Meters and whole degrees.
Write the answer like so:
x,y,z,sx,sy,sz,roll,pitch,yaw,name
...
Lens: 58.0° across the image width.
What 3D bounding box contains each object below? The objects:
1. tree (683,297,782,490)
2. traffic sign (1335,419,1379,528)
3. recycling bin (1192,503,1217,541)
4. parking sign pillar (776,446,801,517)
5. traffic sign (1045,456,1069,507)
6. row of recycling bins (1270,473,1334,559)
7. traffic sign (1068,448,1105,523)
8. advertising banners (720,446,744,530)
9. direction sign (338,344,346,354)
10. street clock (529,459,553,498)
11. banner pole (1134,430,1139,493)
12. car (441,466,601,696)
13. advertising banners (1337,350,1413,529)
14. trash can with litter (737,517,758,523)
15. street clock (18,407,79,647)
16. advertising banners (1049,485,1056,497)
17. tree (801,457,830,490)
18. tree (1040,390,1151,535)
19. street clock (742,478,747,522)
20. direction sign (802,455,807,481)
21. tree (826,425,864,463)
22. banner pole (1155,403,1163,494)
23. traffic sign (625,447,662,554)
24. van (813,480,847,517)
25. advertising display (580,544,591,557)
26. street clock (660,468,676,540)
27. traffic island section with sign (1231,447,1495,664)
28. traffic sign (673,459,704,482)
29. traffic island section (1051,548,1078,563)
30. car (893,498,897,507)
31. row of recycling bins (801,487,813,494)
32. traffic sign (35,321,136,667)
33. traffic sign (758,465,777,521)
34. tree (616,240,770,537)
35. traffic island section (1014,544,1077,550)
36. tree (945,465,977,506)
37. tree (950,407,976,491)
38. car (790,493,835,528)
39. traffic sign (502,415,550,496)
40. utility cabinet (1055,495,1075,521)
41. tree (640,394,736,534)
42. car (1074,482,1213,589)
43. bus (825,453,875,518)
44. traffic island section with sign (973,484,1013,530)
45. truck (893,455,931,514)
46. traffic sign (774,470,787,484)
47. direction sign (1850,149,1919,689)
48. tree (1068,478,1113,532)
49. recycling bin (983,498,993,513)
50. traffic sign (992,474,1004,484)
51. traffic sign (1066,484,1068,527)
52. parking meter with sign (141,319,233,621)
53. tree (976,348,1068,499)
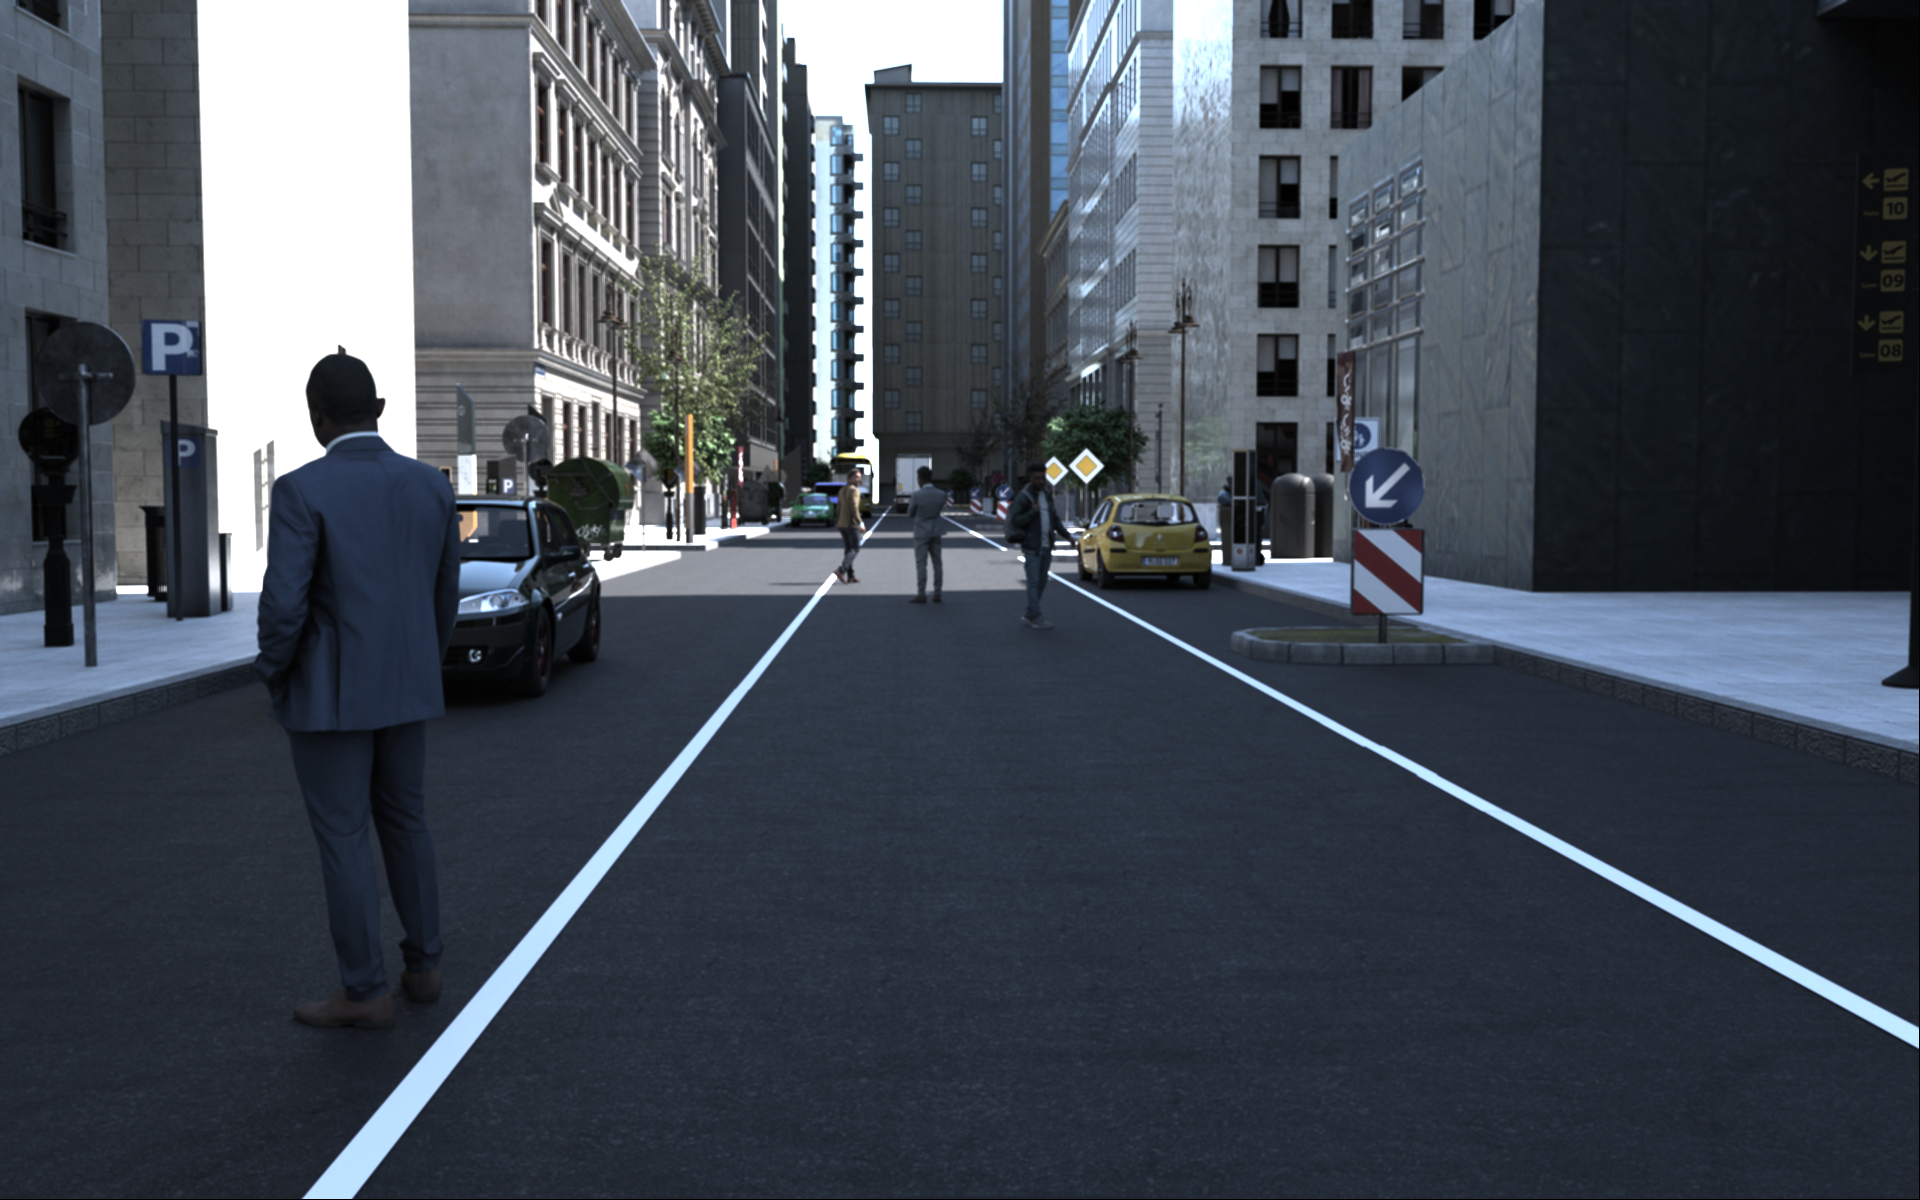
x,y,z,sx,sy,sz,roll,pitch,yaw,name
-8.862,-7.046,65.558,4.360,8.622,3.978,0,3,0,tree
5.326,-1.295,23.303,0.606,2.300,0.079,0,4,3,traffic sign
6.647,-2.162,47.906,0.722,1.027,0.722,-1,4,-12,recycling bin
-9.563,-6.627,96.818,1.447,3.967,1.447,-2,4,-34,parking sign pillar
2.462,-2.561,45.513,0.795,2.450,0.064,0,4,-2,traffic sign
7.688,-1.719,35.216,3.534,1.692,1.069,-3,5,-39,row of recycling bins
2.734,-2.073,37.532,0.795,2.450,0.064,0,4,-2,traffic sign
-8.158,-4.035,62.165,0.090,3.025,2.074,1,4,17,advertising banners
-9.481,-2.121,26.684,0.379,3.537,0.876,-1,4,-13,direction sign
-8.600,-1.898,35.598,0.358,2.002,0.471,3,5,41,street clock
6.900,-4.746,67.612,0.401,3.779,0.863,1,4,19,banner pole
-3.882,-0.225,13.467,2.009,1.686,4.222,0,4,-4,car
4.899,-1.494,20.620,0.090,3.025,2.074,-1,4,-11,advertising banners
-9.487,-4.020,77.119,1.055,1.170,0.624,1,4,9,trash can with litter
-7.611,-0.612,14.576,0.471,2.002,0.358,-1,4,-15,street clock
3.661,-4.519,70.066,0.090,3.025,2.074,1,4,17,advertising banners
-12.243,-10.260,151.465,4.285,4.588,4.351,0,3,0,tree
4.312,-4.343,54.724,4.285,4.588,4.351,0,3,0,tree
-9.771,-4.535,78.723,0.358,2.002,0.471,-1,4,-9,street clock
-9.222,-6.619,100.214,0.876,3.537,0.379,2,4,34,direction sign
-12.179,-14.236,183.125,4.360,8.622,3.978,0,3,0,tree
5.436,-3.515,47.489,0.401,3.779,0.863,1,4,18,banner pole
-6.806,-2.054,37.229,0.795,2.450,0.064,0,4,-2,traffic sign
-6.652,-5.237,90.015,2.240,2.365,5.245,0,4,-1,van
-7.714,-1.850,35.458,0.123,1.923,0.974,-2,4,-26,advertising display
-8.108,-2.674,48.296,0.471,2.002,0.358,-1,4,-14,street clock
3.508,-0.424,15.558,1.989,1.847,2.006,0,4,-2,traffic island section with sign
-7.078,-2.542,45.209,0.795,2.450,0.064,0,4,-2,traffic sign
2.757,-0.938,37.610,2.009,0.180,2.903,0,4,-2,traffic island section
-6.434,-11.080,193.164,2.014,1.417,4.499,0,4,-4,car
-9.503,-5.985,104.969,1.069,1.692,3.534,0,4,1,row of recycling bins
-6.471,-0.778,12.820,0.768,2.556,0.104,0,4,3,traffic sign
-8.512,-4.680,76.526,0.884,2.594,0.081,0,4,2,traffic sign
-8.051,-6.154,50.985,4.737,8.622,4.395,0,3,0,tree
2.485,-1.426,45.591,2.009,0.180,2.903,0,4,-2,traffic island section
0.058,-12.427,186.902,4.285,4.588,4.351,0,3,0,tree
1.367,-11.720,141.980,4.360,8.622,3.978,0,3,0,tree
-6.420,-4.087,75.619,1.959,1.807,4.718,0,4,-2,car
-7.000,-1.704,27.964,0.768,2.556,0.104,0,4,-1,traffic sign
4.926,-4.345,82.207,1.020,1.237,0.306,-1,4,-21,utility cabinet
-8.875,-4.441,56.329,4.285,4.588,4.351,0,3,0,tree
2.880,-1.065,27.637,2.015,1.641,3.980,0,4,-3,car
-6.699,-7.104,107.694,2.896,3.916,12.252,0,4,-2,bus
1.651,-3.764,70.175,1.989,1.847,2.006,0,4,-2,traffic island section with sign
-3.512,-8.532,128.409,2.839,4.237,11.283,0,4,-2,truck
-9.337,-5.475,89.624,0.768,2.556,0.104,0,4,7,traffic sign
6.364,-1.190,11.453,0.876,3.537,0.379,1,4,16,direction sign
4.502,-3.896,58.299,1.663,3.219,1.824,0,3,0,tree
1.891,-6.322,115.913,0.722,1.027,0.722,0,4,1,recycling bin
2.366,-6.577,107.638,0.768,2.556,0.104,0,4,3,traffic sign
4.114,-4.071,66.665,0.768,2.556,0.104,0,4,0,traffic sign
-8.073,-1.345,18.245,0.543,3.016,1.738,-1,4,-12,parking meter with sign
3.389,-8.336,86.649,4.360,8.622,3.978,0,3,0,tree
